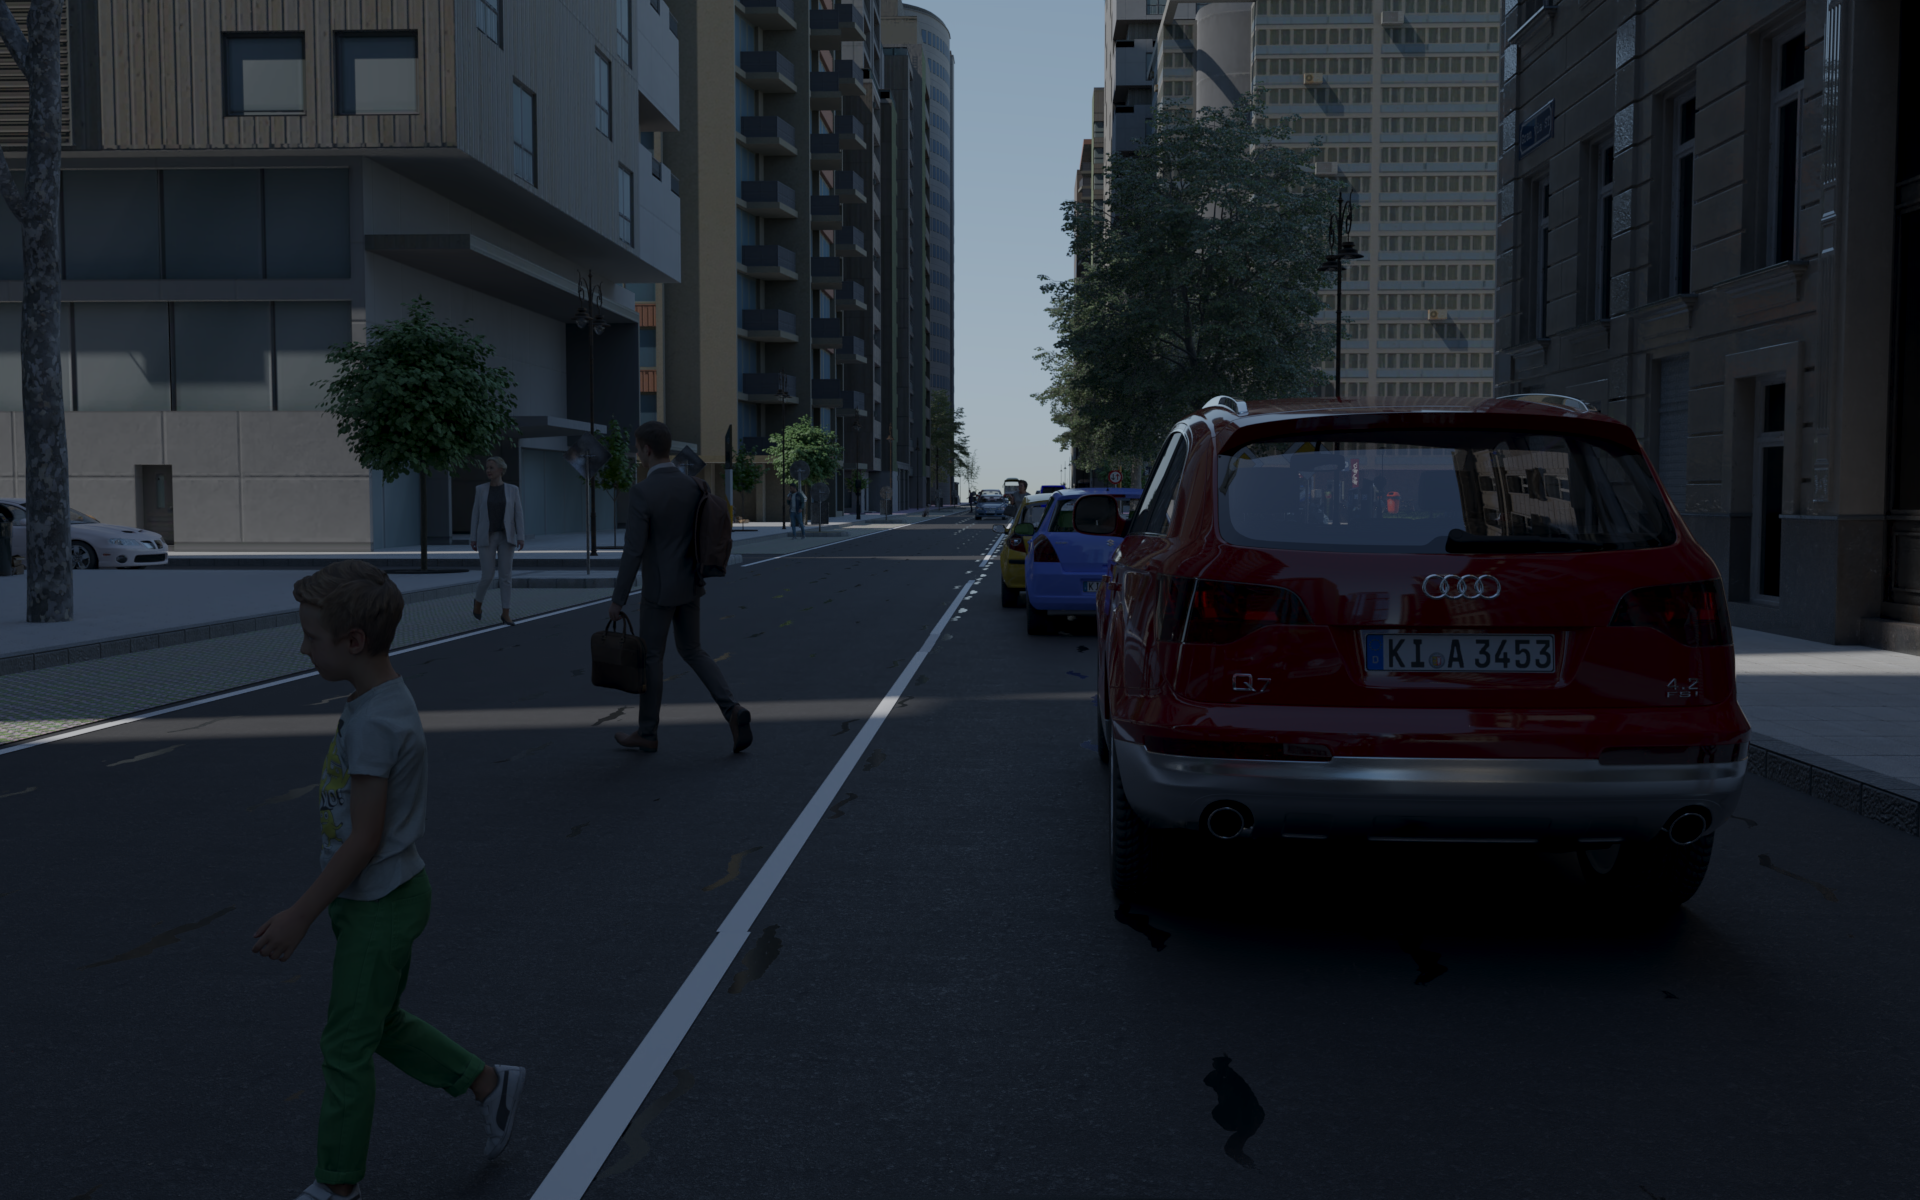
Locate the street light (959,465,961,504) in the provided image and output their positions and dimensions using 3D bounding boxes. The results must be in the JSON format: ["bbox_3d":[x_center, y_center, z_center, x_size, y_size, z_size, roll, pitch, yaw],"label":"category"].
[{"bbox_3d":[0.030,-15.288,222.747,0.468,5.910,1.993,0,4,2],"label":"street light"}]

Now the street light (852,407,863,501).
[{"bbox_3d":[-5.362,-7.199,90.499,0.468,5.910,1.993,0,4,2],"label":"street light"}]

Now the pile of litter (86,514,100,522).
[{"bbox_3d":[-18.199,-1.345,35.958,1.719,0.858,1.176,0,4,0],"label":"pile of litter"}]

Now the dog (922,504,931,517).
[{"bbox_3d":[-2.100,-5.483,106.490,0.513,0.831,0.800,-1,4,-16],"label":"dog"}]

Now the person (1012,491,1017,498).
[{"bbox_3d":[7.243,-12.953,220.419,1.348,1.807,0.705,-2,4,-24],"label":"person"}]

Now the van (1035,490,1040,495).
[{"bbox_3d":[8.784,-10.912,185.422,2.013,2.044,4.112,0,4,4],"label":"van"}]

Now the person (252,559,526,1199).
[{"bbox_3d":[-1.138,0.567,3.481,0.590,1.304,0.306,-3,5,-41],"label":"person"}]

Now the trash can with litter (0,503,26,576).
[{"bbox_3d":[-15.139,-0.968,27.221,0.624,1.170,1.055,-1,4,-10],"label":"trash can with litter"}]

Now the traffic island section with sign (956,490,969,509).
[{"bbox_3d":[-0.439,-9.411,162.496,1.989,1.847,2.006,0,4,2],"label":"traffic island section with sign"}]

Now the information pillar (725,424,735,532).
[{"bbox_3d":[-7.779,-4.096,58.328,0.183,3.616,0.504,-2,4,-28],"label":"information pillar"}]

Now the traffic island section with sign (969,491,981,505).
[{"bbox_3d":[1.818,-12.782,217.617,1.989,1.847,2.006,0,4,2],"label":"traffic island section with sign"}]

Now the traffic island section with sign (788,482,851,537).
[{"bbox_3d":[-4.703,-3.036,58.259,1.989,1.847,2.006,0,4,2],"label":"traffic island section with sign"}]

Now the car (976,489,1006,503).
[{"bbox_3d":[2.301,-7.388,129.459,2.281,1.827,5.304,0,4,0],"label":"car"}]

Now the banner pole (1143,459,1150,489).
[{"bbox_3d":[11.703,-7.164,107.141,0.863,3.779,0.401,1,4,20],"label":"banner pole"}]

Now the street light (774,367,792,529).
[{"bbox_3d":[-6.409,-5.512,62.904,0.468,5.910,1.993,0,4,2],"label":"street light"}]

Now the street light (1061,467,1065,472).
[{"bbox_3d":[14.654,-16.440,241.586,0.468,5.910,1.993,0,4,2],"label":"street light"}]

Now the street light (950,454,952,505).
[{"bbox_3d":[-1.044,-13.629,195.614,0.468,5.910,1.993,0,4,2],"label":"street light"}]

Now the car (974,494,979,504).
[{"bbox_3d":[2.865,-13.879,237.147,2.015,1.641,3.980,0,4,4],"label":"car"}]

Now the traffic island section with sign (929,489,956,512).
[{"bbox_3d":[-1.556,-7.719,134.826,1.989,1.847,2.006,0,4,2],"label":"traffic island section with sign"}]

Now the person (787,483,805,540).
[{"bbox_3d":[-5.158,-2.783,54.351,0.623,1.781,0.721,1,4,10],"label":"person"}]

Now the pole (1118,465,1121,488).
[{"bbox_3d":[9.852,-6.915,106.897,0.158,3.312,0.155,0,3,0],"label":"pole"}]

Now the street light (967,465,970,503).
[{"bbox_3d":[1.274,-16.964,250.155,0.468,5.910,1.993,0,4,2],"label":"street light"}]

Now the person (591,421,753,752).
[{"bbox_3d":[-1.586,-0.065,9.528,0.822,1.834,0.622,2,4,29],"label":"person"}]

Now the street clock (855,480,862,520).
[{"bbox_3d":[-5.097,-5.032,86.850,0.358,2.002,0.471,-1,4,-17],"label":"street clock"}]

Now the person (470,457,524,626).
[{"bbox_3d":[-5.118,-0.653,19.062,0.514,1.842,0.818,-3,4,-36],"label":"person"}]

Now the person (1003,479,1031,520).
[{"bbox_3d":[1.364,-2.002,41.589,0.716,1.782,0.532,1,4,18],"label":"person"}]

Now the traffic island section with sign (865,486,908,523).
[{"bbox_3d":[-3.584,-4.683,85.191,1.989,1.847,2.006,0,4,2],"label":"traffic island section with sign"}]

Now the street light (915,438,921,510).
[{"bbox_3d":[-3.414,-10.219,139.873,0.468,5.910,1.993,0,4,2],"label":"street light"}]

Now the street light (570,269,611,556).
[{"bbox_3d":[-7.601,-3.852,35.776,0.468,5.910,1.993,0,4,2],"label":"street light"}]

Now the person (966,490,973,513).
[{"bbox_3d":[0.755,-7.669,134.337,0.568,1.767,0.683,-2,4,-23],"label":"person"}]

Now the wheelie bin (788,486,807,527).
[{"bbox_3d":[-6.390,-3.674,67.978,0.693,1.594,0.980,0,4,4],"label":"wheelie bin"}]

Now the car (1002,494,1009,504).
[{"bbox_3d":[4.887,-11.994,208.103,2.014,1.417,4.499,0,4,0],"label":"car"}]

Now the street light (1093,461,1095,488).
[{"bbox_3d":[10.091,-9.647,130.519,0.468,5.910,1.993,0,4,2],"label":"street light"}]

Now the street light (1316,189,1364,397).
[{"bbox_3d":[5.815,-3.294,26.645,0.468,5.910,1.993,0,4,2],"label":"street light"}]

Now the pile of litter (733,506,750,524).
[{"bbox_3d":[-9.791,-3.791,75.956,1.176,0.858,1.719,0,4,4],"label":"pile of litter"}]

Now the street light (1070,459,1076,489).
[{"bbox_3d":[12.306,-13.017,185.623,0.468,5.910,1.993,0,4,2],"label":"street light"}]

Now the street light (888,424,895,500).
[{"bbox_3d":[-4.484,-8.545,112.497,0.468,5.910,1.993,0,4,2],"label":"street light"}]

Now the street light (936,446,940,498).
[{"bbox_3d":[-2.167,-11.885,167.109,0.468,5.910,1.993,0,4,2],"label":"street light"}]

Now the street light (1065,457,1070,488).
[{"bbox_3d":[13.555,-14.759,214.090,0.468,5.910,1.993,0,4,2],"label":"street light"}]

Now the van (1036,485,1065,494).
[{"bbox_3d":[6.404,-7.064,119.886,2.240,2.365,5.245,0,4,2],"label":"van"}]
